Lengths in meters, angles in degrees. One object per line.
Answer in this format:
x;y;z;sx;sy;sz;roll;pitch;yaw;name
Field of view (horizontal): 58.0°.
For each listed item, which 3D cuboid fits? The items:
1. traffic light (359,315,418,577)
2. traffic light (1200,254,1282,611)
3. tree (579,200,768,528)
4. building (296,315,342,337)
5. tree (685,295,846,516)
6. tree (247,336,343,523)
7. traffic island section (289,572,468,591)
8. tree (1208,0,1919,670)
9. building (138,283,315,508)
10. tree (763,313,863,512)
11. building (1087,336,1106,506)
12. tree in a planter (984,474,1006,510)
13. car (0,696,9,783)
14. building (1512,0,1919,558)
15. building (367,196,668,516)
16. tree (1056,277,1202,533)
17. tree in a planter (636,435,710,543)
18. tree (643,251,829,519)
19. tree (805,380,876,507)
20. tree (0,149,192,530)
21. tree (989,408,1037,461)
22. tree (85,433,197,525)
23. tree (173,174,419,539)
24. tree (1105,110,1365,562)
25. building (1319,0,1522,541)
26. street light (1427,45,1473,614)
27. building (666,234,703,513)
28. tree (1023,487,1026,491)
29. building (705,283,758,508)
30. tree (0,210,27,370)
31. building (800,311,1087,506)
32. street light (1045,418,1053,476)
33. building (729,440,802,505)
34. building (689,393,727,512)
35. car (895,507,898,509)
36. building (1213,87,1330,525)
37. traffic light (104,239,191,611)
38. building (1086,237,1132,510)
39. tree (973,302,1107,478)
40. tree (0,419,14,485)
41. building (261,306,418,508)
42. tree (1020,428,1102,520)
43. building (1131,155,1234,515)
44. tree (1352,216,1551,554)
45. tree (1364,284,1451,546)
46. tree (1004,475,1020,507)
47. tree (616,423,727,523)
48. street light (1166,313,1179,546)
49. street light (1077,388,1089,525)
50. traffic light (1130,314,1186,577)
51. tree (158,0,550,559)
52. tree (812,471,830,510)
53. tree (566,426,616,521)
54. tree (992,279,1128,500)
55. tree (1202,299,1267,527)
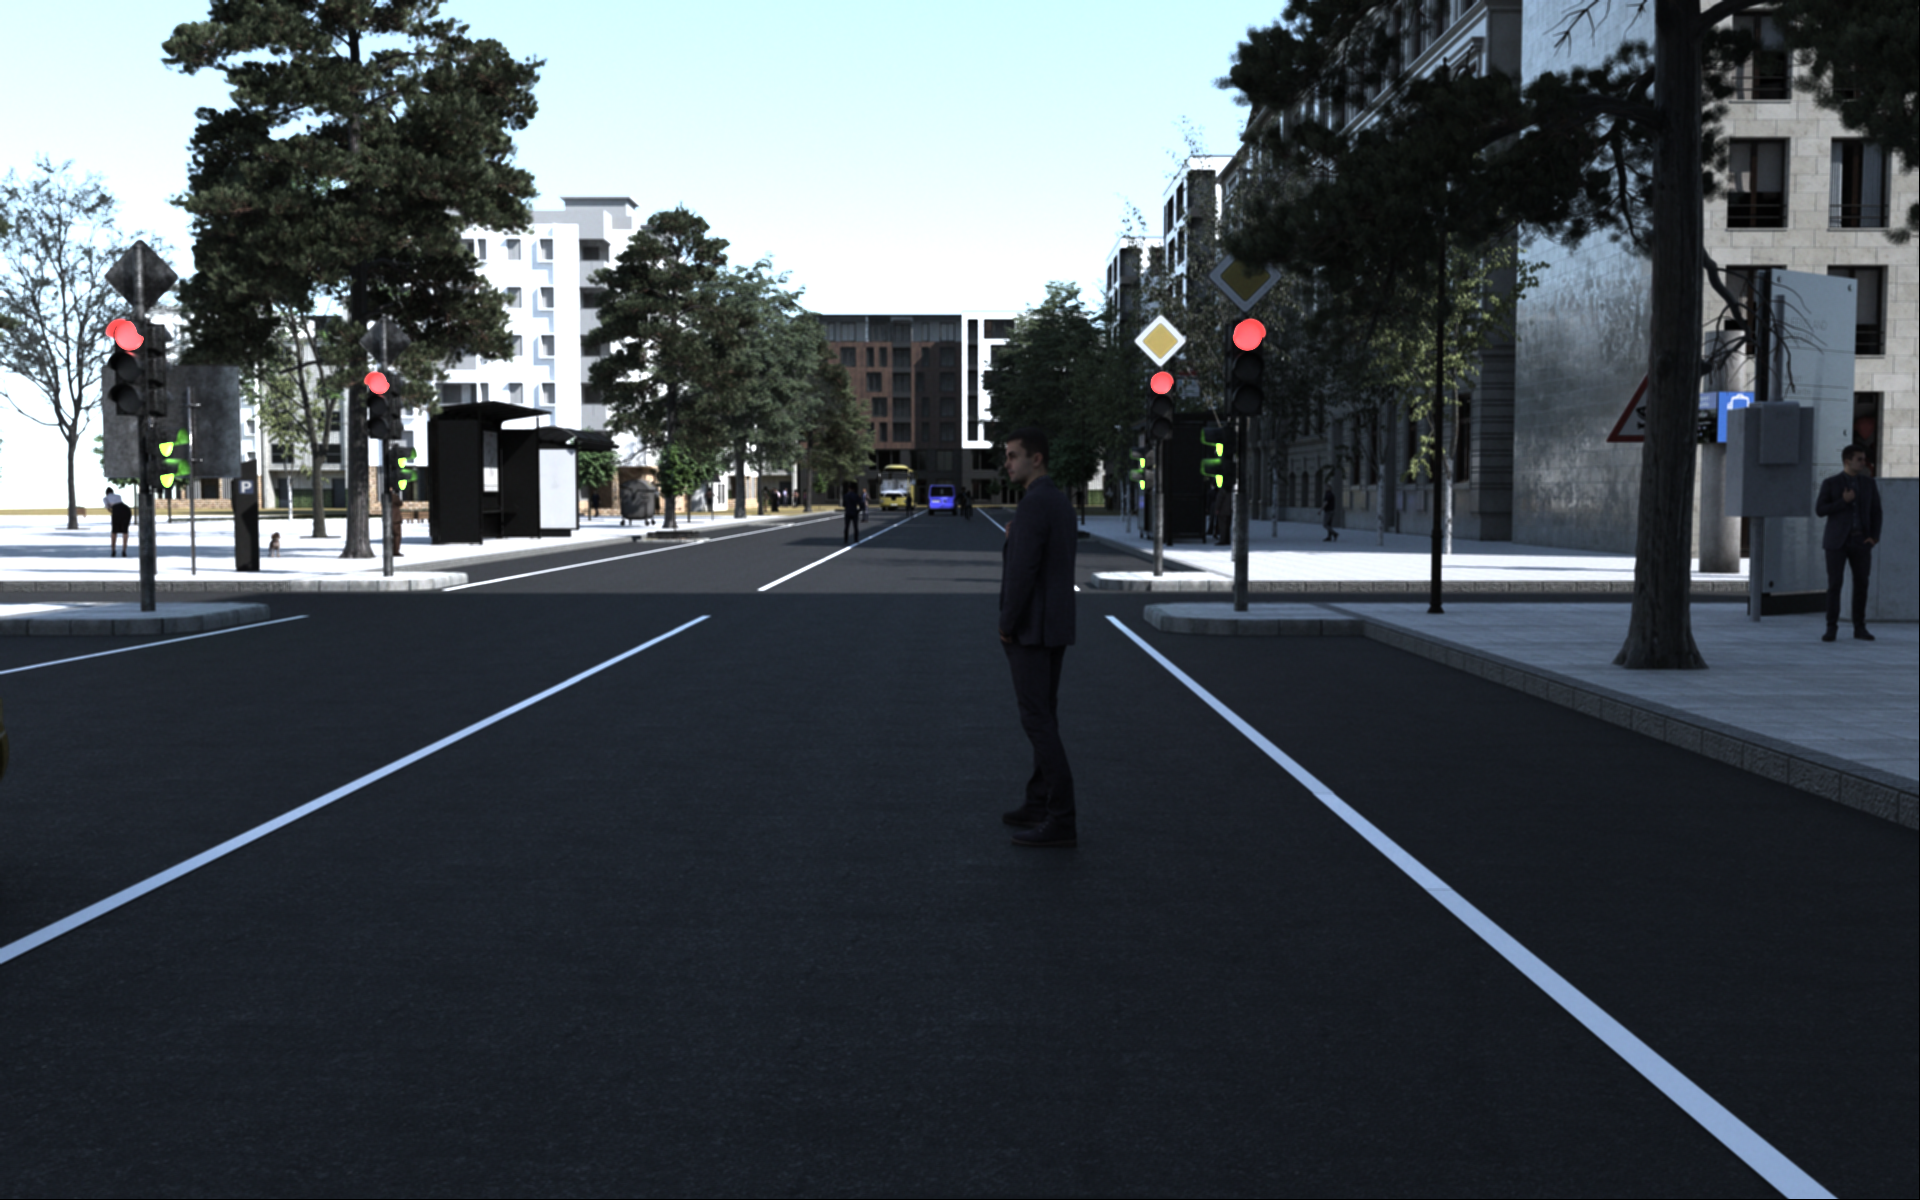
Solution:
-8.892;-2.302;26.877;0.839;4.213;0.868;0;3;0;traffic light
3.067;-1.814;18.904;0.839;4.213;0.868;0;3;0;traffic light
-10.816;-8.718;64.588;6.751;12.117;7.091;0;3;0;tree
-66.401;-22.291;208.426;32.646;21.610;27.936;0;3;0;building
-12.076;-11.800;103.298;12.009;13.543;11.850;0;3;0;tree
-29.647;-7.723;76.627;4.737;8.622;4.395;0;3;0;tree
-8.932;-0.289;27.010;2.009;0.180;2.903;0;3;0;traffic island section
5.207;-5.527;12.415;6.751;12.117;7.091;0;3;0;tree
-67.902;-18.674;161.740;11.380;20.091;16.016;0;3;0;building
-10.418;-13.110;121.771;7.806;13.903;7.818;0;3;0;tree
30.097;-20.518;201.923;31.486;18.905;16.747;0;3;0;building
3.143;-9.691;155.671;1.991;3.239;1.994;0;3;0;tree in a planter
-4.442;0.325;4.904;2.015;1.641;3.980;0;4;-2;car
22.710;-11.272;39.056;16.860;20.320;10.420;0;3;0;building
-27.436;-15.383;107.932;16.016;20.091;11.380;0;3;0;building
5.359;-6.547;57.408;4.737;8.622;4.395;0;3;0;tree
-8.596;-3.356;52.097;1.991;3.239;1.994;0;3;0;tree in a planter
-11.645;-11.246;90.520;9.857;13.997;8.962;0;3;0;tree
-11.901;-15.495;171.466;7.486;12.596;7.792;0;3;0;tree
-31.924;-9.269;61.920;12.009;13.543;11.850;0;3;0;tree
5.992;-12.324;135.905;8.767;10.594;7.601;1;4;14;tree
-34.108;-5.359;71.340;4.285;4.588;4.351;0;3;0;tree
-18.687;-7.624;50.401;9.928;11.665;9.643;0;3;0;tree
4.997;-5.034;32.666;4.360;8.622;3.978;0;3;0;tree
19.166;-13.468;56.356;11.583;22.565;21.152;0;3;0;building
5.127;-2.795;18.489;0.468;5.910;1.993;0;3;0;street light
-26.819;-16.078;119.290;16.016;20.091;11.380;0;3;0;building
6.508;-12.780;159.316;4.360;8.622;3.978;0;3;0;tree
-25.019;-18.689;161.985;11.380;20.091;16.016;0;3;0;building
-32.198;-8.747;50.433;7.806;13.903;7.818;0;3;0;tree
-1.968;-22.229;207.415;32.646;21.610;27.936;0;3;0;building
5.178;-7.884;101.683;0.468;5.910;1.993;0;3;0;street light
-34.337;-20.572;202.811;31.486;18.905;16.747;0;3;0;building
-23.166;-12.064;139.395;9.099;9.664;28.070;0;3;0;building
-5.393;-9.664;167.052;2.155;1.783;4.494;0;4;0;car
20.380;-16.250;84.772;14.460;24.649;34.723;0;3;0;building
-8.894;-1.813;18.892;0.839;4.213;0.868;0;3;0;traffic light
26.671;-18.960;153.965;27.936;21.610;32.646;0;3;0;building
5.795;-12.819;116.252;9.857;13.997;8.962;0;3;0;tree
-61.187;-7.846;91.191;11.467;7.101;20.602;1;4;18;tree
-46.469;-18.116;162.647;31.486;18.905;16.747;0;3;0;building
5.396;-6.250;85.905;4.285;4.588;4.351;0;3;0;tree
27.766;-16.940;120.951;27.936;21.610;32.646;0;3;0;building
10.211;-5.289;36.836;4.737;8.622;4.395;0;3;0;tree
10.283;-5.657;42.856;4.360;8.622;3.978;0;3;0;tree
6.073;-11.827;177.093;4.285;4.588;4.351;0;3;0;tree
-12.251;-5.744;77.635;4.285;4.588;4.351;0;3;0;tree
5.177;-4.270;42.597;0.468;5.910;1.993;0;3;0;street light
5.130;-6.076;72.135;0.468;5.910;1.993;0;3;0;street light
3.069;-2.302;26.889;0.839;4.213;0.868;0;3;0;traffic light
-11.827;-7.771;34.479;7.806;13.903;7.818;0;3;0;tree
-11.147;-8.764;137.898;1.663;3.219;1.824;0;3;0;tree
-17.830;-6.062;82.835;4.285;4.588;4.351;0;3;0;tree
5.588;-10.654;92.315;7.486;12.596;7.792;0;3;0;tree
9.239;-6.925;63.584;4.737;8.622;4.395;0;3;0;tree
